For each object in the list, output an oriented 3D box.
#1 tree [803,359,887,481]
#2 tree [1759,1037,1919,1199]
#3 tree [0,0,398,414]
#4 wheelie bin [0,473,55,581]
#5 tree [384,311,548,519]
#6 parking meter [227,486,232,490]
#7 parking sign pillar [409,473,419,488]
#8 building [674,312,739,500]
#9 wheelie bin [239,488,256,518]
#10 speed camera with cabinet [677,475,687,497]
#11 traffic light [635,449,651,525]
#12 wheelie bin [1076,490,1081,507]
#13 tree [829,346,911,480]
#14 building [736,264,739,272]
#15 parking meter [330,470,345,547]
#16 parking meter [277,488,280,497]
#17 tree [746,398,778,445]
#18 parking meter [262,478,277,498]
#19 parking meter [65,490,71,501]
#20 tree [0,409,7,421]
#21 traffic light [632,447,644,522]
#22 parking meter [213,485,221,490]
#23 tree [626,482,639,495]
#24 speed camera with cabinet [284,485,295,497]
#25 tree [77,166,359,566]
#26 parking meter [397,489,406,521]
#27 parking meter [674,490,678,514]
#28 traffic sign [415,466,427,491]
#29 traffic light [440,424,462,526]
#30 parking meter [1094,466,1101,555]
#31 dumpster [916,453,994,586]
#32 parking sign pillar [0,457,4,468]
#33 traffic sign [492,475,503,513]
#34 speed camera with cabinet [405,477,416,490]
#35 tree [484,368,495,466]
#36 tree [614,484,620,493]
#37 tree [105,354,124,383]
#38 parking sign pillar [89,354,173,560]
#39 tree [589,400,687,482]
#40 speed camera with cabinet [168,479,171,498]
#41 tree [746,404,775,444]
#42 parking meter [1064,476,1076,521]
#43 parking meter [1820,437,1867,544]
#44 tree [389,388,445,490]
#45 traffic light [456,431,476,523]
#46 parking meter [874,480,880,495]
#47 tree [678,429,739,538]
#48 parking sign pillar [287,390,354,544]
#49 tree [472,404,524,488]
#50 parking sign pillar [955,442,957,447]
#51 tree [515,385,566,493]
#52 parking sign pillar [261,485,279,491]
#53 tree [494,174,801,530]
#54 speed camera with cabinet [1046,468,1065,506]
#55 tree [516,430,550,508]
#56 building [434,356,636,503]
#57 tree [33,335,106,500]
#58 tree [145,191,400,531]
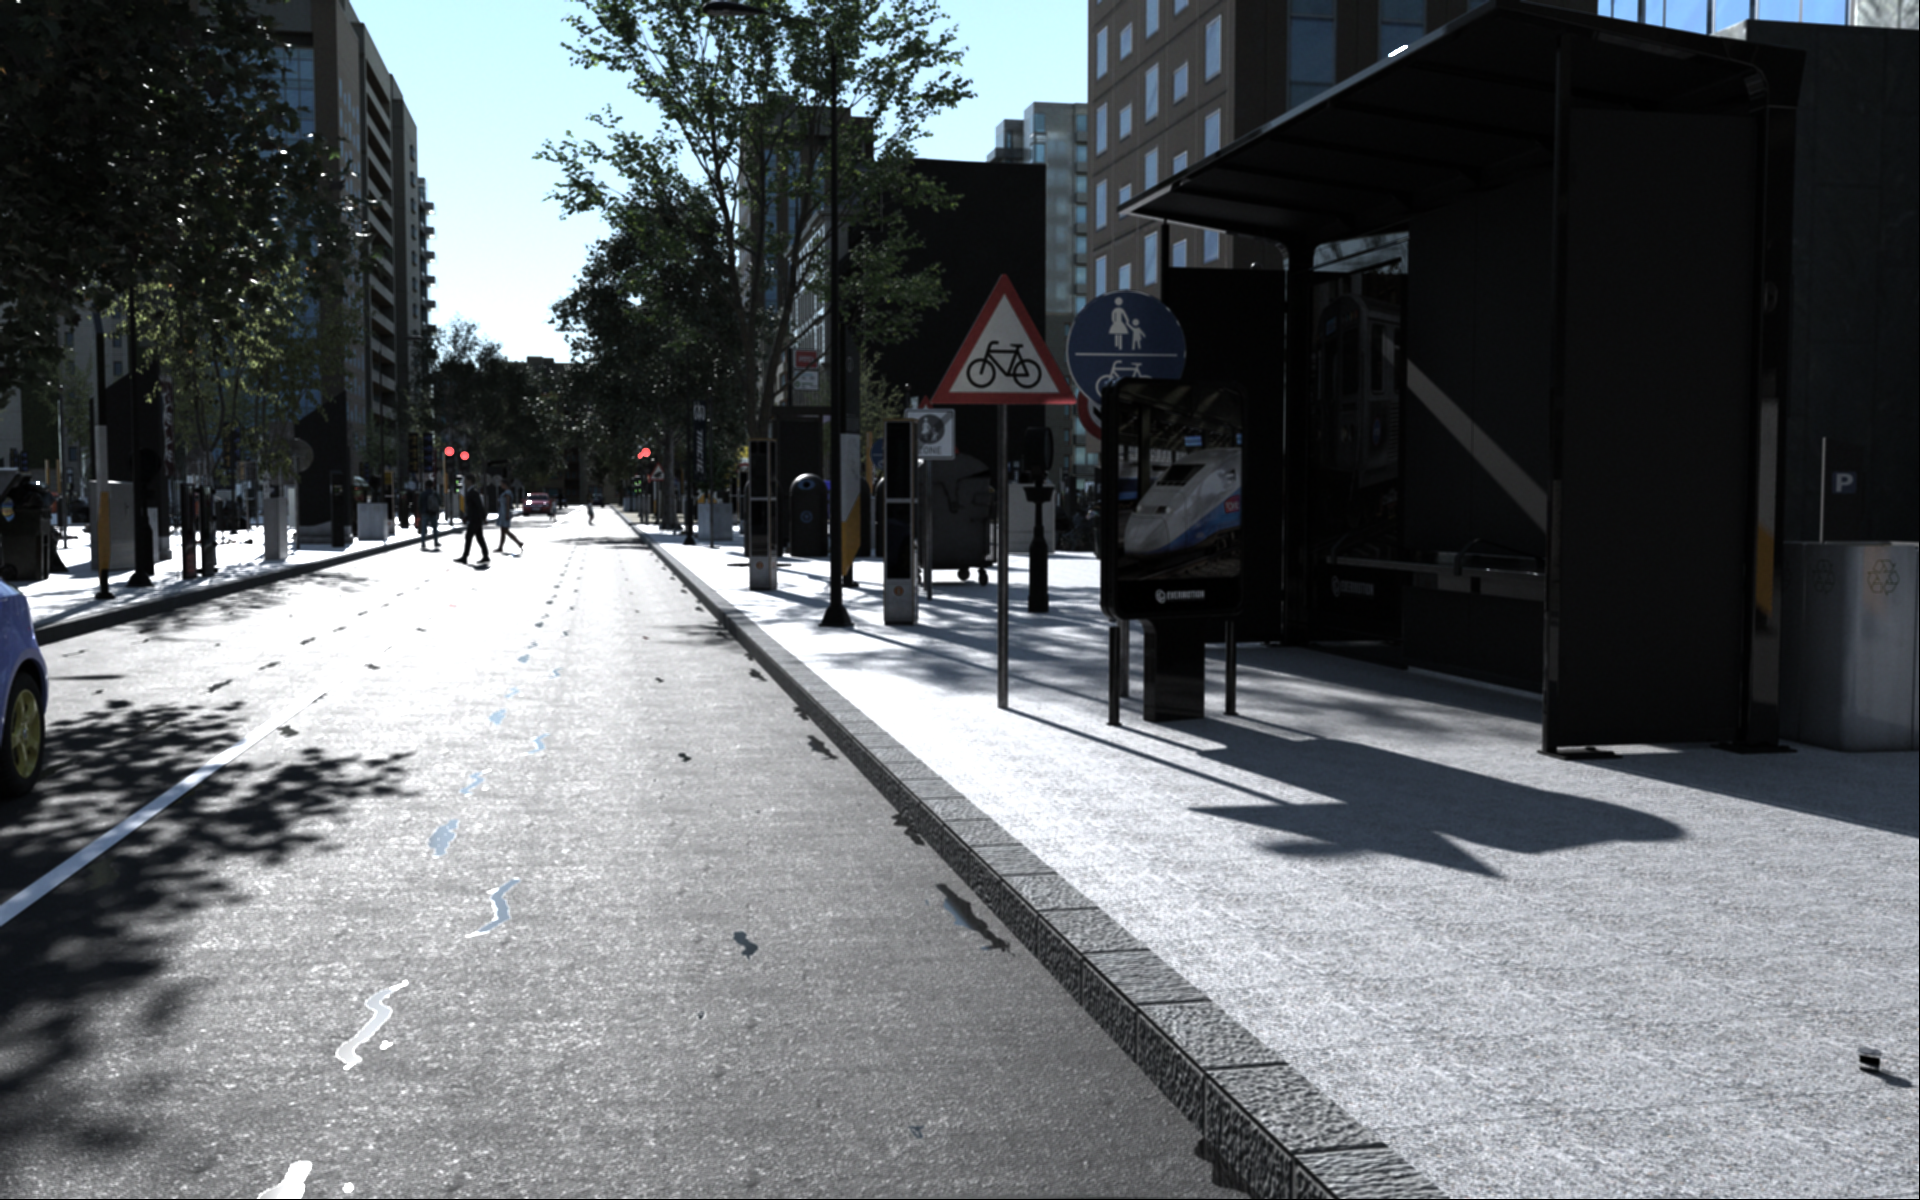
[{"bbox_3d":[-6.183,-8.820,94.572,4.737,8.622,4.395,0,3,0],"label":"tree"},{"bbox_3d":[2.367,-4.719,2.906,9.928,11.665,9.643,0,3,0],"label":"tree"},{"bbox_3d":[-9.423,-5.892,13.335,9.611,12.733,9.660,0,3,0],"label":"tree"},{"bbox_3d":[-13.937,-1.097,25.848,0.693,1.594,0.980,-1,4,-13],"label":"wheelie bin"},{"bbox_3d":[-25.112,-9.364,87.509,8.767,10.594,7.601,0,4,4],"label":"tree"},{"bbox_3d":[-49.808,-6.884,118.269,0.399,1.863,0.255,0,4,7],"label":"parking meter"},{"bbox_3d":[-41.315,-8.738,131.332,1.447,3.967,1.447,0,4,3],"label":"parking sign pillar"},{"bbox_3d":[-40.071,-29.666,256.745,14.107,30.474,14.160,-1,4,-12],"label":"building"},{"bbox_3d":[-38.811,-5.294,94.467,0.980,1.594,0.693,-1,4,-23],"label":"wheelie bin"},{"bbox_3d":[-19.155,-7.912,123.691,2.038,3.252,0.660,-2,4,-33],"label":"speed camera with cabinet"},{"bbox_3d":[-12.849,-5.008,70.803,0.839,4.253,0.868,-1,4,-12],"label":"traffic light"},{"bbox_3d":[8.357,-7.233,126.171,0.980,1.594,0.693,1,4,19],"label":"wheelie bin"},{"bbox_3d":[-4.511,-8.168,83.903,4.360,8.622,3.978,0,3,0],"label":"tree"},{"bbox_3d":[-23.316,-35.323,269.411,23.993,40.220,32.217,-1,4,-12],"label":"building"},{"bbox_3d":[-15.069,-2.214,41.912,0.255,1.863,0.399,-2,4,-28],"label":"parking meter"},{"bbox_3d":[-29.688,-4.091,75.293,0.372,1.533,0.369,0,3,0],"label":"parking meter"},{"bbox_3d":[-15.253,-10.952,129.434,4.360,8.622,3.978,0,3,0],"label":"tree"},{"bbox_3d":[-23.163,-3.206,58.128,0.255,1.863,0.399,3,5,42],"label":"parking meter"},{"bbox_3d":[-53.975,-5.897,104.834,0.372,1.533,0.369,0,3,0],"label":"parking meter"},{"bbox_3d":[-49.617,-8.274,85.644,4.360,8.622,3.978,0,3,0],"label":"tree"},{"bbox_3d":[-14.479,-5.486,78.620,0.839,4.253,0.868,-1,4,-12],"label":"traffic light"},{"bbox_3d":[-46.658,-6.305,108.802,0.255,1.863,0.399,3,4,36],"label":"parking meter"},{"bbox_3d":[-26.864,-9.164,144.430,1.663,3.219,1.824,0,3,0],"label":"tree"},{"bbox_3d":[-24.904,-4.413,66.493,2.038,3.252,0.660,-2,4,-33],"label":"speed camera with cabinet"},{"bbox_3d":[-13.416,-4.910,30.635,4.360,8.622,3.978,0,3,0],"label":"tree"},{"bbox_3d":[-26.315,-4.478,81.632,0.372,1.533,0.369,0,3,0],"label":"parking meter"},{"bbox_3d":[-18.532,-6.385,112.803,0.372,1.533,0.369,0,3,0],"label":"parking meter"},{"bbox_3d":[-24.632,-4.861,79.586,0.768,2.556,0.104,0,4,-5],"label":"traffic sign"},{"bbox_3d":[-20.346,-4.912,69.229,0.839,4.253,0.868,-1,4,-12],"label":"traffic light"},{"bbox_3d":[3.024,-1.867,36.236,0.399,1.863,0.255,3,5,42],"label":"parking meter"},{"bbox_3d":[-0.273,-1.166,24.828,1.264,1.857,1.865,-1,4,-12],"label":"dumpster"},{"bbox_3d":[-70.297,-8.417,126.089,1.447,3.967,1.447,-2,4,-29],"label":"parking sign pillar"},{"bbox_3d":[-30.666,-7.016,114.816,0.768,2.556,0.104,0,4,-4],"label":"traffic sign"},{"bbox_3d":[-39.934,-8.177,128.022,2.038,3.252,0.660,-2,4,-32],"label":"speed camera with cabinet"},{"bbox_3d":[-36.789,-13.725,141.414,9.611,12.733,9.660,0,3,0],"label":"tree"},{"bbox_3d":[-42.835,-13.761,219.594,1.663,3.219,1.824,0,3,0],"label":"tree"},{"bbox_3d":[-28.988,-7.037,65.421,4.737,8.622,4.395,0,3,0],"label":"tree"},{"bbox_3d":[-16.121,-2.761,33.622,1.447,3.967,1.447,0,4,-4],"label":"parking sign pillar"},{"bbox_3d":[-25.330,-14.136,137.772,9.857,13.997,8.962,0,3,0],"label":"tree"},{"bbox_3d":[-48.909,-6.773,105.079,2.038,3.252,0.660,1,4,19],"label":"speed camera with cabinet"},{"bbox_3d":[-15.523,-11.428,137.209,4.737,8.622,4.395,0,3,0],"label":"tree"},{"bbox_3d":[3.574,-3.082,56.109,0.255,1.863,0.399,-2,4,-26],"label":"parking meter"},{"bbox_3d":[9.121,-0.746,17.901,0.399,1.863,0.255,1,4,20],"label":"parking meter"},{"bbox_3d":[-36.109,-10.100,115.492,4.360,8.622,3.978,0,3,0],"label":"tree"},{"bbox_3d":[-21.976,-5.390,77.046,0.839,4.253,0.868,-1,4,-12],"label":"traffic light"},{"bbox_3d":[-3.392,-4.058,72.061,0.255,1.863,0.399,1,4,13],"label":"parking meter"},{"bbox_3d":[-7.221,-3.419,50.509,1.663,3.219,1.824,0,3,0],"label":"tree"},{"bbox_3d":[-16.560,-3.458,45.018,1.447,3.967,1.447,0,4,-7],"label":"parking sign pillar"},{"bbox_3d":[-34.459,-10.963,129.600,4.360,8.622,3.978,0,3,0],"label":"tree"},{"bbox_3d":[-0.379,-6.200,89.839,1.447,3.967,1.447,-2,4,-26],"label":"parking sign pillar"},{"bbox_3d":[-42.031,-15.398,169.880,7.486,12.596,7.792,0,3,0],"label":"tree"},{"bbox_3d":[-41.342,-7.160,105.539,1.447,3.967,1.447,1,4,10],"label":"parking sign pillar"},{"bbox_3d":[-10.449,-8.859,61.859,9.611,12.733,9.660,0,3,0],"label":"tree"},{"bbox_3d":[6.251,-7.264,113.108,2.038,3.252,0.660,-1,4,-18],"label":"speed camera with cabinet"},{"bbox_3d":[-41.155,-12.905,161.366,4.737,8.622,4.395,0,3,0],"label":"tree"},{"bbox_3d":[-62.571,-25.355,259.590,28.899,21.520,27.650,-1,4,-12],"label":"building"},{"bbox_3d":[-40.988,-8.004,81.230,4.737,8.622,4.395,0,3,0],"label":"tree"},{"bbox_3d":[-14.878,-5.336,37.609,4.737,8.622,4.395,0,3,0],"label":"tree"}]
